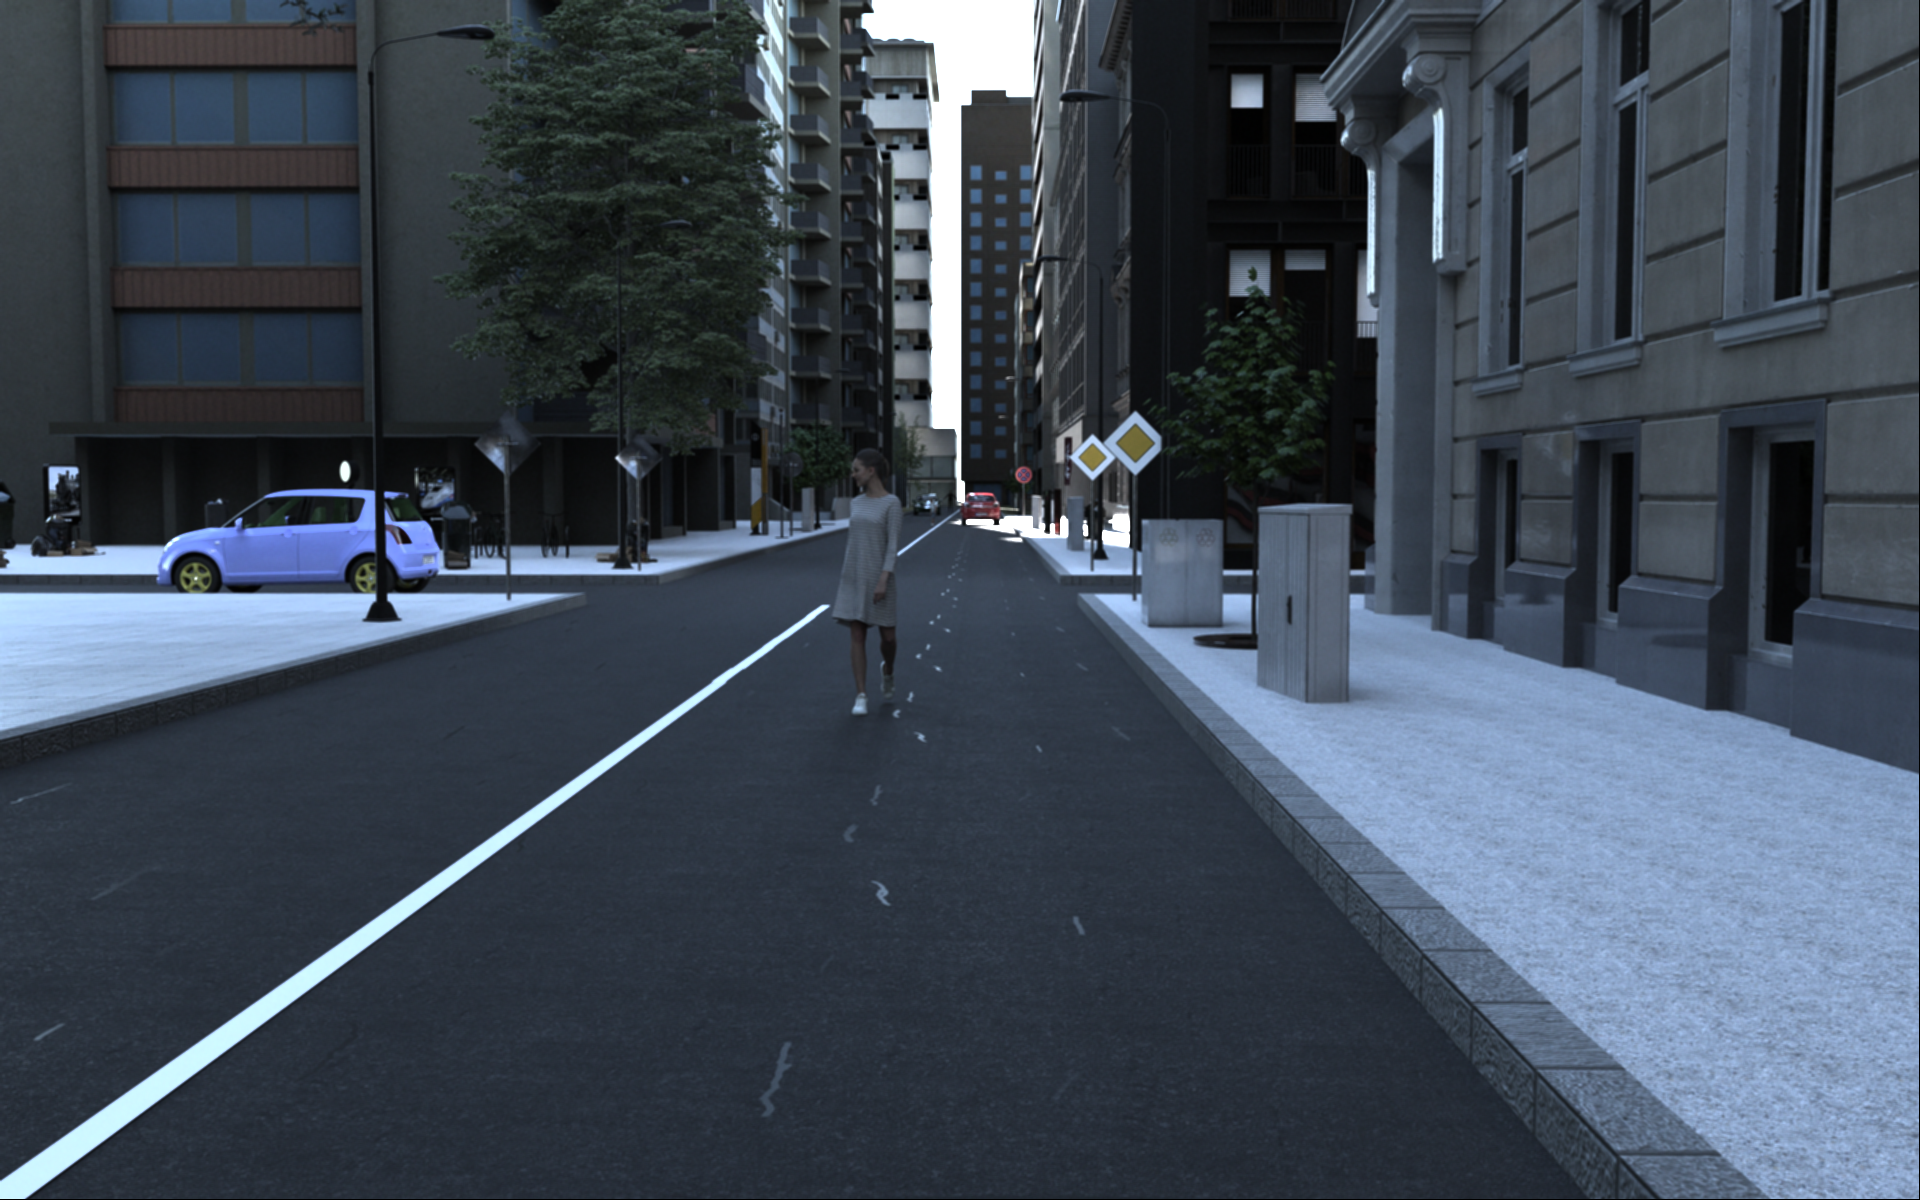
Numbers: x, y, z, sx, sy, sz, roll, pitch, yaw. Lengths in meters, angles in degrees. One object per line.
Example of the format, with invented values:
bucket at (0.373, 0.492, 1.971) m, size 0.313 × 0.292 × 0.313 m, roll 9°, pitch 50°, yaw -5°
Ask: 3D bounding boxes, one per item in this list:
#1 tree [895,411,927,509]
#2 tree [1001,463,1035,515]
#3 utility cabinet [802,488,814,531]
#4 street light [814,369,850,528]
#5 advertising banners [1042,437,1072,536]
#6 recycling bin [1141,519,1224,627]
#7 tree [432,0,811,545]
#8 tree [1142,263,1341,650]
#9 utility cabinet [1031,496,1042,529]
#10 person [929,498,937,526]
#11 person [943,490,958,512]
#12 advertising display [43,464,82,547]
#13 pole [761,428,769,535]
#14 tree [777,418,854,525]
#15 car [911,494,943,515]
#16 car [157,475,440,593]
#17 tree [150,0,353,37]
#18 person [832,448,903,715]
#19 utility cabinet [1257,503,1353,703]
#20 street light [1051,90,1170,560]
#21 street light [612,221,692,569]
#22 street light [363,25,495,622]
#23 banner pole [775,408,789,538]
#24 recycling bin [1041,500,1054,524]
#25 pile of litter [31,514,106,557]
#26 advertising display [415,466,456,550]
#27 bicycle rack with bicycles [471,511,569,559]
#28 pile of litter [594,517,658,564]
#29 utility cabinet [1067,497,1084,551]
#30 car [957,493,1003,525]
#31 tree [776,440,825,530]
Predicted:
tree at (-4.634, -12.345, 152.205) m, size 4.737 × 8.622 × 4.395 m, roll 0°, pitch 3°, yaw 0°
tree at (3.860, -7.584, 118.594) m, size 1.663 × 3.219 × 1.824 m, roll 0°, pitch 3°, yaw 0°
utility cabinet at (-5.194, -3.084, 59.095) m, size 0.318 × 1.500 × 1.173 m, roll 0°, pitch 4°, yaw 2°
street light at (-4.787, -5.628, 64.563) m, size 1.470 × 5.913 × 1.316 m, roll 0°, pitch 4°, yaw 1°
advertising banners at (3.024, -3.521, 53.758) m, size 0.090 × 3.025 × 2.074 m, roll -1°, pitch 4°, yaw -22°
recycling bin at (2.174, -0.271, 16.989) m, size 0.722 × 1.027 × 0.722 m, roll 0°, pitch 3°, yaw 0°
tree at (-6.934, -7.207, 35.967) m, size 7.486 × 12.596 × 7.792 m, roll 0°, pitch 3°, yaw 0°
tree at (2.375, -1.229, 14.696) m, size 1.663 × 3.219 × 1.824 m, roll 0°, pitch 3°, yaw 0°
utility cabinet at (2.818, -3.206, 63.577) m, size 0.306 × 1.237 × 1.020 m, roll 0°, pitch 4°, yaw 8°
person at (-1.220, -4.003, 78.628) m, size 0.352 × 1.250 × 0.332 m, roll 0°, pitch 4°, yaw -7°
person at (-0.754, -7.930, 138.672) m, size 1.217 × 1.766 × 0.721 m, roll 0°, pitch 4°, yaw 4°
advertising display at (-19.541, -1.989, 37.727) m, size 0.123 × 1.923 × 0.974 m, roll 1°, pitch 4°, yaw 14°
pole at (-6.071, -3.673, 53.889) m, size 0.158 × 3.312 × 0.155 m, roll 0°, pitch 3°, yaw 0°
tree at (-6.016, -5.464, 73.051) m, size 4.285 × 4.588 × 4.351 m, roll 0°, pitch 3°, yaw 0°
car at (-2.243, -6.519, 118.388) m, size 2.131 × 1.459 × 4.920 m, roll 0°, pitch 4°, yaw 0°
car at (-9.228, -0.893, 24.186) m, size 3.694 × 1.707 × 1.945 m, roll 0°, pitch 4°, yaw 0°
tree at (-6.872, -6.065, 9.533) m, size 12.009 × 13.543 × 11.850 m, roll 0°, pitch 3°, yaw 0°
person at (-0.596, -0.138, 11.511) m, size 0.466 × 1.731 × 0.760 m, roll 0°, pitch 4°, yaw 4°
utility cabinet at (2.186, 0.003, 11.109) m, size 0.306 × 1.237 × 1.020 m, roll 0°, pitch 4°, yaw -7°
street light at (1.845, -2.908, 20.085) m, size 1.470 × 5.913 × 1.316 m, roll 0°, pitch 4°, yaw 1°
street light at (-5.259, -3.489, 29.583) m, size 1.470 × 5.913 × 1.316 m, roll 0°, pitch 4°, yaw 1°
street light at (-5.308, -2.740, 17.334) m, size 1.470 × 5.913 × 1.316 m, roll 0°, pitch 4°, yaw 1°
banner pole at (-5.186, -3.702, 50.550) m, size 0.401 × 3.779 × 0.863 m, roll 0°, pitch 4°, yaw -1°
recycling bin at (3.764, -3.822, 75.051) m, size 0.722 × 1.027 × 0.722 m, roll 1°, pitch 4°, yaw 11°
pile of litter at (-18.593, -1.356, 36.132) m, size 1.176 × 0.858 × 1.719 m, roll 2°, pitch 4°, yaw 29°
advertising display at (-12.042, -2.116, 39.809) m, size 0.123 × 1.923 × 0.974 m, roll 3°, pitch 5°, yaw 41°
bicycle rack with bicycles at (-9.032, -1.337, 35.244) m, size 2.852 × 0.926 × 2.925 m, roll -1°, pitch 4°, yaw -11°
pile of litter at (-6.313, -1.146, 32.701) m, size 1.176 × 0.858 × 1.719 m, roll -1°, pitch 4°, yaw -10°
utility cabinet at (2.630, -1.738, 39.581) m, size 0.306 × 1.237 × 1.020 m, roll 0°, pitch 4°, yaw -2°
car at (0.944, -4.420, 81.315) m, size 2.155 × 1.783 × 4.494 m, roll 0°, pitch 4°, yaw -1°
tree at (-5.546, -4.105, 61.714) m, size 1.663 × 3.219 × 1.824 m, roll 0°, pitch 3°, yaw 0°
